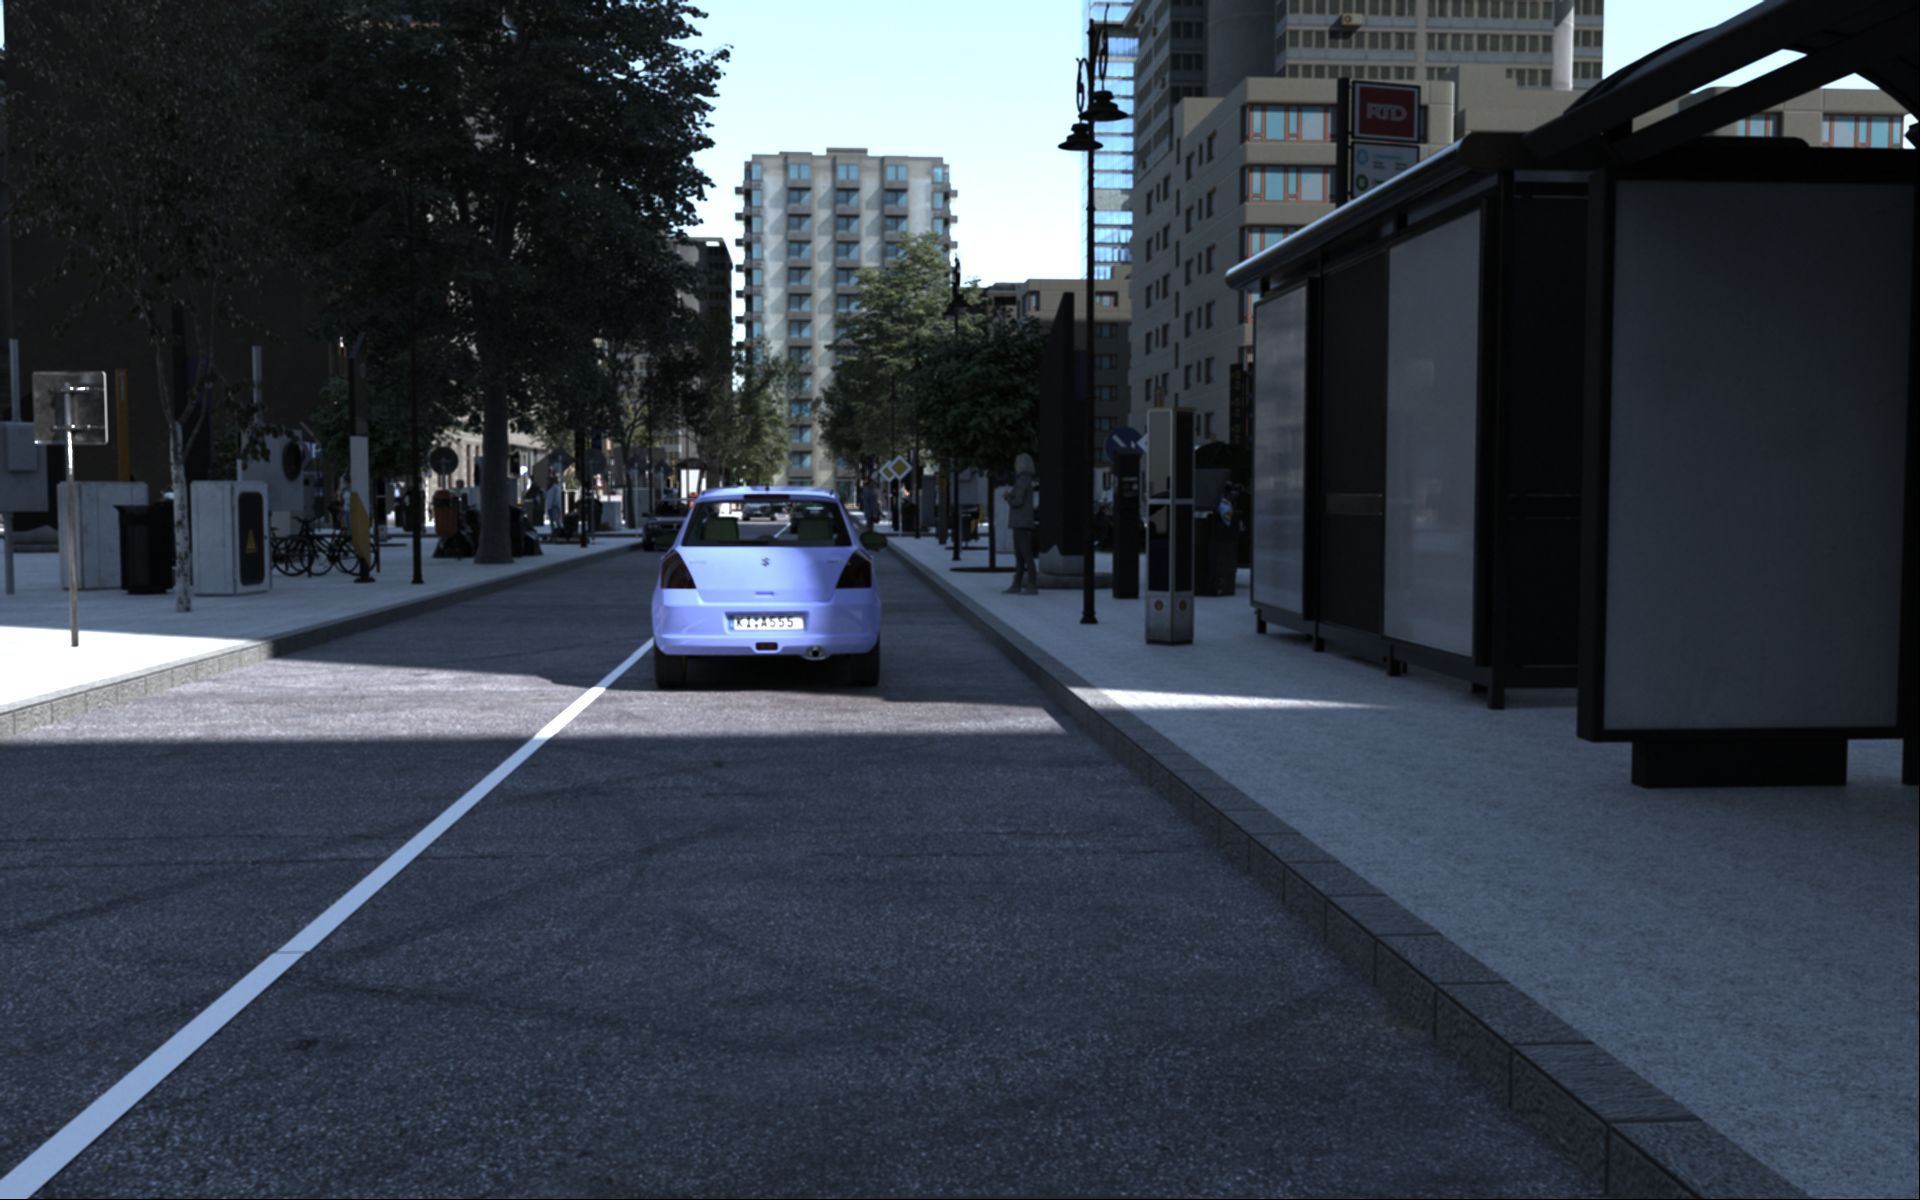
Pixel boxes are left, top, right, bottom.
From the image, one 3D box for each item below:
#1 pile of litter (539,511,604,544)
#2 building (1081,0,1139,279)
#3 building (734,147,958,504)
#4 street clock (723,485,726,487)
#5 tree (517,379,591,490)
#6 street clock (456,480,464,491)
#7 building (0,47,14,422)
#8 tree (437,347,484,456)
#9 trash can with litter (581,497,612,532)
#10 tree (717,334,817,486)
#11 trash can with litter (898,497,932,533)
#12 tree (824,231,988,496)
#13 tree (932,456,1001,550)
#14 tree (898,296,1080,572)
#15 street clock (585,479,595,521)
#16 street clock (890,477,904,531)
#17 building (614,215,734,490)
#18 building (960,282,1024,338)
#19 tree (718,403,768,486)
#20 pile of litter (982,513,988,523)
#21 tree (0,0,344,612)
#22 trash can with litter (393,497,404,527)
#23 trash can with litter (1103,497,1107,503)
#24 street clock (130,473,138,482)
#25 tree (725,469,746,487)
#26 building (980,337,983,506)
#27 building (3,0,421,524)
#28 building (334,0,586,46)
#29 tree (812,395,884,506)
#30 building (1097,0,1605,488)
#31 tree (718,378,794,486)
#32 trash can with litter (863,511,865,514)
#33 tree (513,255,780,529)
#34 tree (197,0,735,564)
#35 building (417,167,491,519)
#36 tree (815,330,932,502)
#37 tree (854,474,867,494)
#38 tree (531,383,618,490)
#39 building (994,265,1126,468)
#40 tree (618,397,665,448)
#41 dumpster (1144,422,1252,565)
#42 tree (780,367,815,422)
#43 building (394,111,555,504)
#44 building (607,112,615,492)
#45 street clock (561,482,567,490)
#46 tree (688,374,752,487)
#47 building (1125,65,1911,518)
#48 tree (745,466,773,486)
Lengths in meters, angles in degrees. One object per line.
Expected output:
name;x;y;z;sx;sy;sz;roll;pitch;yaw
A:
pile of litter;-10.058;-1.873;44.583;1.719;0.858;1.176;1;4;21
building;29.298;-56.886;242.764;31.000;86.520;22.319;0;4;-4
building;-15.780;-38.053;241.780;30.456;49.044;23.786;0;4;-4
street clock;-17.683;-7.634;129.378;0.358;2.002;0.471;3;4;36
tree;-20.851;-8.542;90.025;4.360;8.622;3.978;0;3;0
street clock;-25.227;-5.068;87.438;0.358;2.002;0.471;-3;5;-43
building;-51.239;-14.958;73.444;19.941;23.489;11.050;0;4;-4
tree;-22.821;-7.587;74.413;4.360;8.622;3.978;0;3;0
trash can with litter;-12.351;-2.907;58.915;0.624;1.170;1.055;1;4;23
tree;-23.700;-21.502;207.441;12.611;20.169;13.585;0;3;0
trash can with litter;-1.507;-2.840;57.822;1.055;1.170;0.624;-1;4;-19
tree;-1.967;-9.571;74.608;7.486;12.596;7.792;0;3;0
tree;0.177;-2.776;39.982;1.663;3.219;1.824;0;3;0
tree;0.607;-2.767;28.959;4.285;4.588;4.351;0;3;0
street clock;-15.671;-4.195;73.164;0.471;2.002;0.358;-2;4;-30
street clock;-2.196;-3.376;59.774;0.471;2.002;0.358;-1;4;-10
building;-44.154;-33.764;243.925;23.993;40.220;32.217;0;4;-4
building;7.054;-28.590;239.150;14.107;30.474;14.160;0;4;-4
tree;-17.710;-11.510;138.547;4.737;8.622;4.395;0;3;0
pile of litter;0.510;-3.773;75.655;1.719;0.858;1.176;-1;4;-9
tree;-8.495;-4.162;18.419;4.360;8.622;3.978;0;3;0
trash can with litter;-21.837;-3.426;67.402;0.624;1.170;1.055;-2;4;-28
trash can with litter;6.418;-3.795;73.429;0.624;1.170;1.055;0;4;-7
street clock;-28.594;-3.372;59.709;0.471;2.002;0.358;1;4;11
tree;-16.990;-8.335;130.884;1.663;3.219;1.824;0;3;0
building;16.677;-20.678;183.132;27.650;21.520;28.899;0;4;-4
building;-32.348;-15.151;77.390;12.332;23.373;15.834;0;4;-4
building;-42.612;-29.960;144.468;22.147;44.769;28.867;0;4;-4
tree;-10.809;-16.696;183.351;12.009;13.543;11.850;0;3;0
building;25.071;-25.947;116.107;32.217;40.220;23.993;0;4;-4
tree;-19.651;-15.212;166.847;7.486;12.596;7.792;0;3;0
trash can with litter;-5.449;-5.806;106.317;1.055;1.170;0.624;0;4;6
tree;-12.402;-7.920;63.898;7.601;10.594;8.767;2;4;29
tree;-8.651;-7.654;31.800;9.857;13.997;8.962;0;3;0
building;-32.993;-15.896;96.061;11.583;22.565;21.152;0;4;-4
tree;-3.084;-9.404;88.175;7.601;10.594;8.767;-1;4;-11
tree;-8.348;-9.284;146.401;1.663;3.219;1.824;0;3;0
tree;-23.420;-9.356;103.334;4.737;8.622;4.395;0;3;0
building;18.100;-18.916;154.311;27.650;21.520;28.899;0;4;-4
tree;-23.339;-10.733;125.854;4.737;8.622;4.395;0;3;0
dumpster;3.485;-1.329;24.218;1.502;2.255;1.985;0;4;-4
tree;-12.252;-9.059;82.535;7.601;10.594;8.767;1;4;17
building;-35.141;-18.288;117.036;12.078;24.808;19.932;0;4;-4
building;-49.250;-32.189;180.910;28.867;44.769;22.147;0;4;-4
street clock;-24.744;-6.316;107.841;0.471;2.002;0.358;-3;5;-41
tree;-14.370;-9.354;103.305;4.360;8.622;3.978;0;3;0
building;25.170;-14.797;86.970;28.899;21.520;27.650;0;4;-4
tree;-21.359;-12.246;183.931;4.285;4.588;4.351;0;3;0
